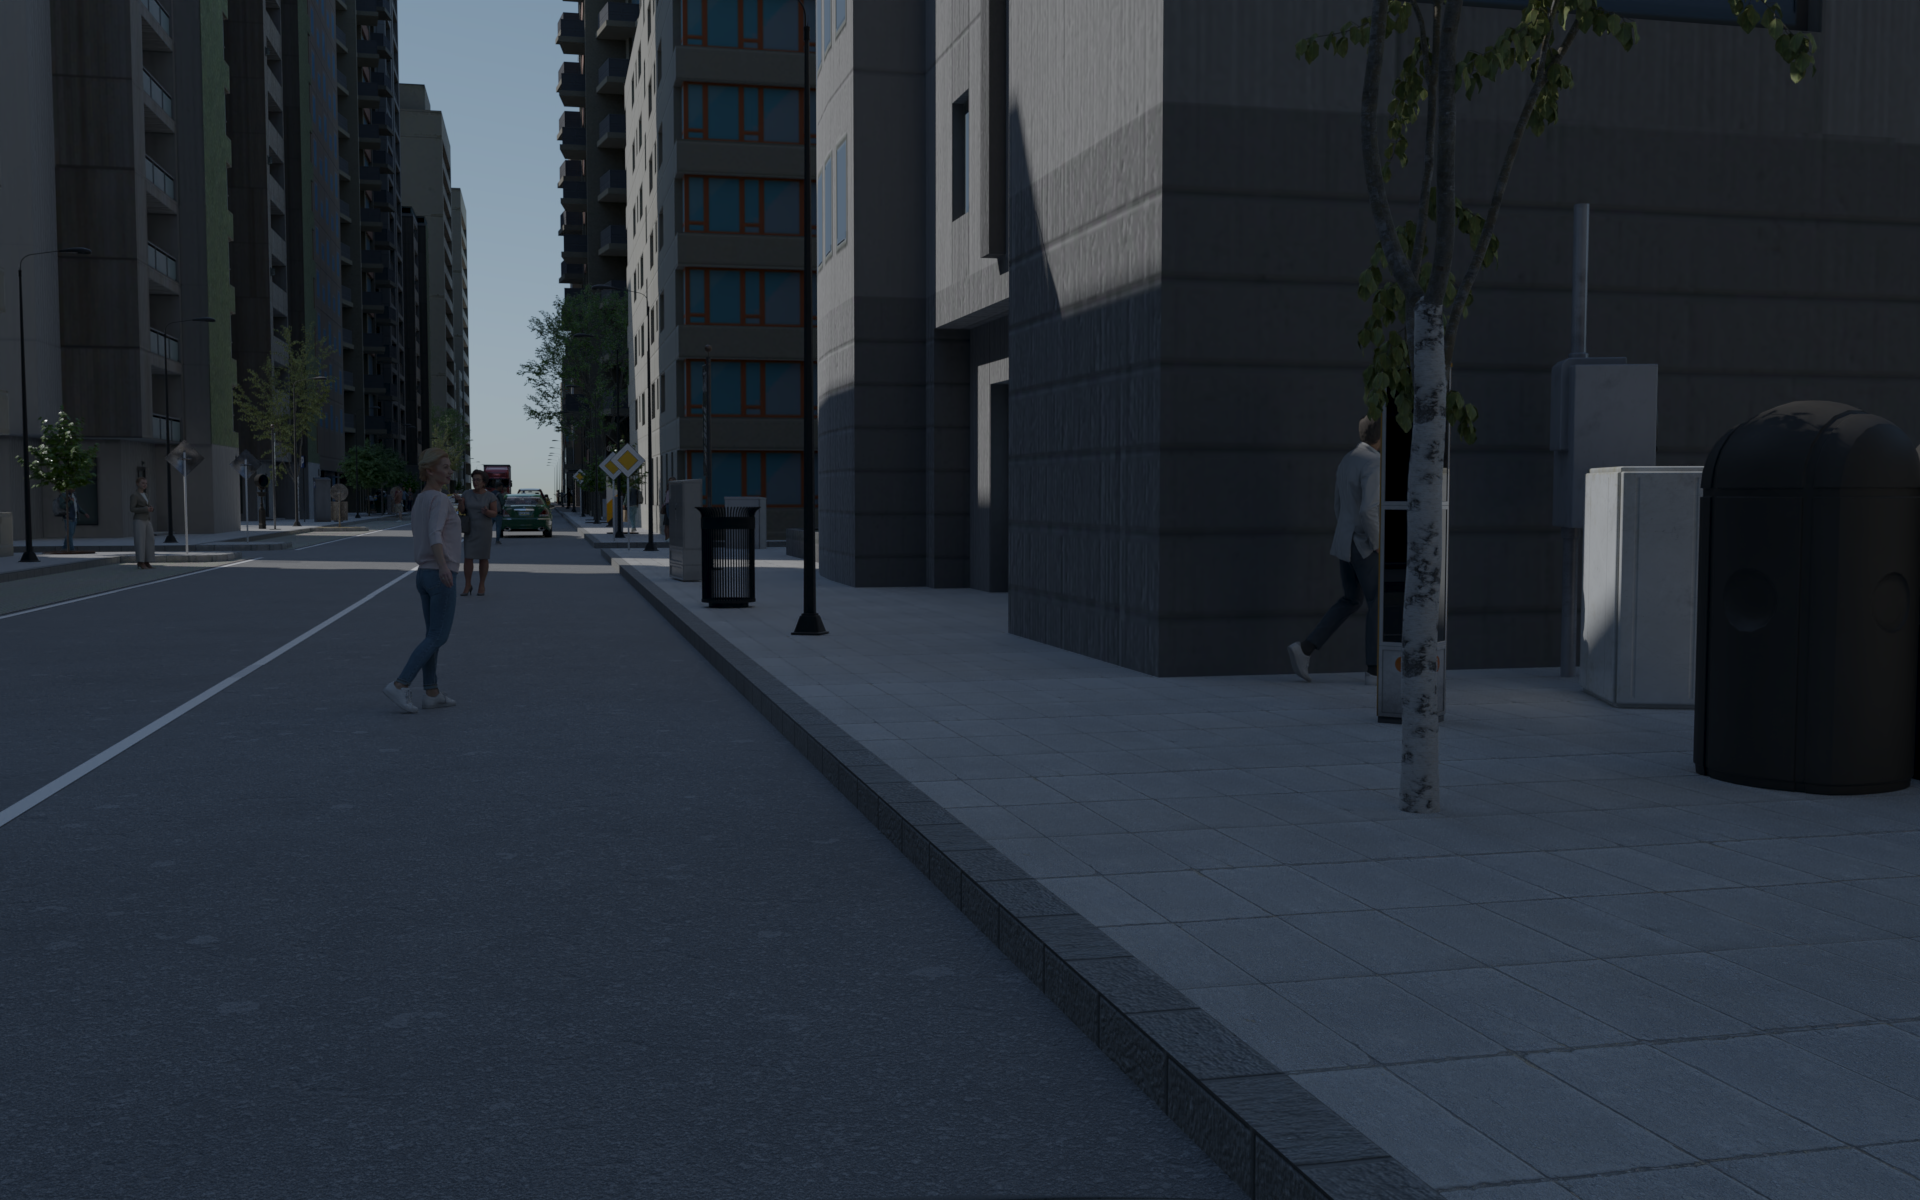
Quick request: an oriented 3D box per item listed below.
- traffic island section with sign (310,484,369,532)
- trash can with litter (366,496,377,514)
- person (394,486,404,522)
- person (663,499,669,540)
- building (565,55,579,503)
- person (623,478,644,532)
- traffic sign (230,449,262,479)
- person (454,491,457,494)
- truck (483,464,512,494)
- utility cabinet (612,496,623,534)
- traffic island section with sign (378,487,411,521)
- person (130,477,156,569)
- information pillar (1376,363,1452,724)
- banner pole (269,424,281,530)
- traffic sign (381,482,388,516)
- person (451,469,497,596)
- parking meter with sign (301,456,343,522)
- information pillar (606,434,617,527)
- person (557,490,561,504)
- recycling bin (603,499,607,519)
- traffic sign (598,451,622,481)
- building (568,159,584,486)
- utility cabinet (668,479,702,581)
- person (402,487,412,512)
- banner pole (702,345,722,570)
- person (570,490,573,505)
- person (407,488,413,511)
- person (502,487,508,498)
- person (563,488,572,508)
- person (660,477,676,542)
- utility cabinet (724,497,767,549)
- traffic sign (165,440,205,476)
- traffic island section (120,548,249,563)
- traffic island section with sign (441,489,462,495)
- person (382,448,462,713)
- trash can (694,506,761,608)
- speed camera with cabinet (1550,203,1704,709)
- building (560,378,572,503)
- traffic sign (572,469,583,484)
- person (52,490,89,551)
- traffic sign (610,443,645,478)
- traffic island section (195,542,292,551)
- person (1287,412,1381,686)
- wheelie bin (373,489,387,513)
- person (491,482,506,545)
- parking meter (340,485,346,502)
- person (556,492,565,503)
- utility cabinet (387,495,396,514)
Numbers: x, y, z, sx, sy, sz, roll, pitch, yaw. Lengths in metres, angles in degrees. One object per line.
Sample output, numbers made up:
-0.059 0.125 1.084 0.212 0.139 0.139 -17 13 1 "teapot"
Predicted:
-23.777 -3.535 66.429 1.989 1.847 2.006 -1 4 -14 "traffic island section with sign"
-38.373 -6.218 113.047 0.624 1.170 1.055 -3 5 -41 "trash can with litter"
-28.769 -4.909 88.741 0.573 1.828 0.580 -3 5 -43 "person"
-8.084 -2.286 48.087 0.373 1.253 0.362 -3 4 -36 "person"
-42.017 -56.300 233.184 22.319 86.520 31.000 -1 4 -14 "building"
-10.910 -3.142 57.396 0.794 1.824 0.713 -3 4 -37 "person"
-18.555 -2.619 45.015 0.795 2.593 0.064 -1 4 -14 "traffic sign"
-58.599 -11.918 201.624 0.721 1.736 1.217 0 4 4 "person"
-44.262 -10.817 165.773 2.839 4.237 11.283 -1 4 -14 "truck"
-10.497 -2.565 53.107 0.306 1.237 1.020 -1 4 -13 "utility cabinet"
-30.367 -5.193 93.530 1.989 1.847 2.006 -1 4 -14 "traffic island section with sign"
-15.496 -1.458 32.887 0.362 1.759 0.519 0 4 7 "person"
2.540 -0.318 9.693 0.304 2.012 0.304 2 4 34 "information pillar"
-24.742 -4.435 62.522 0.401 3.779 0.863 -1 4 -15 "banner pole"
-34.365 -6.290 102.955 0.768 2.556 0.104 -1 4 -11 "traffic sign"
-6.888 -0.949 24.367 0.716 1.782 0.532 0 4 -4 "person"
-29.280 -5.093 79.535 1.738 3.016 0.543 -3 4 -36 "parking meter with sign"
-13.556 -4.657 67.493 0.504 3.616 0.183 0 4 8 "information pillar"
-48.627 -12.478 210.072 0.705 1.823 1.348 0 4 -3 "person"
-18.070 -4.732 89.922 0.722 1.027 0.722 -3 5 -42 "recycling bin"
-9.420 -2.753 47.204 0.795 2.593 0.064 -1 4 -14 "traffic sign"
-40.260 -34.303 210.971 14.600 45.320 14.200 -1 4 -14 "building"
-4.098 -1.046 25.783 0.318 1.500 1.173 -1 4 -19 "utility cabinet"
-39.804 -7.209 123.894 0.705 1.826 1.348 2 4 29 "person"
-4.291 -2.407 29.378 0.401 3.779 0.863 -1 4 -17 "banner pole"
-45.405 -11.997 202.929 1.217 1.736 0.721 -3 4 -38 "person"
-40.993 -7.514 129.420 0.750 1.759 0.617 2 4 33 "person"
-21.890 -4.544 83.335 0.519 1.759 0.362 -3 4 -39 "person"
-36.248 -9.455 160.262 1.348 1.869 0.705 3 4 38 "person"
-7.764 -2.461 46.877 0.643 1.750 0.593 -3 5 -43 "person"
-5.025 -1.802 40.623 1.020 1.237 0.306 2 4 30 "utility cabinet"
-16.671 -2.145 37.255 0.795 2.593 0.064 -1 4 -14 "traffic sign"
-16.692 -0.920 37.317 2.009 0.180 2.903 -1 4 -14 "traffic island section"
-42.015 -8.128 141.523 1.989 1.847 2.006 -1 4 -14 "traffic island section with sign"
-3.541 -0.139 11.449 0.731 1.740 0.598 3 5 43 "person"
-2.627 -0.488 19.631 0.748 1.137 0.748 0 3 0 "trash can"
4.329 -1.032 11.211 0.660 3.252 2.038 0 4 8 "speed camera with cabinet"
-46.702 -25.673 264.793 27.650 21.520 28.899 -1 4 -14 "building"
-19.825 -5.555 90.560 0.795 2.593 0.064 -1 4 -12 "traffic sign"
-21.015 -1.961 40.907 0.721 1.781 0.623 -1 4 -13 "person"
-7.536 -2.279 39.444 0.795 2.593 0.064 -1 4 -14 "traffic sign"
-18.576 -1.394 45.077 2.009 0.180 2.903 -1 4 -14 "traffic island section"
2.630 -0.351 11.632 0.795 1.843 0.661 0 4 -5 "person"
-38.308 -6.520 114.516 0.693 1.594 0.980 1 4 11 "wheelie bin"
-13.149 -2.460 49.073 0.623 1.781 0.721 1 4 11 "person"
-41.524 -6.771 116.418 0.399 1.863 0.255 2 4 31 "parking meter"
-50.814 -13.141 220.877 1.348 1.826 0.705 -1 4 -19 "person"
-36.306 -6.094 110.797 0.306 1.237 1.020 0 4 3 "utility cabinet"
